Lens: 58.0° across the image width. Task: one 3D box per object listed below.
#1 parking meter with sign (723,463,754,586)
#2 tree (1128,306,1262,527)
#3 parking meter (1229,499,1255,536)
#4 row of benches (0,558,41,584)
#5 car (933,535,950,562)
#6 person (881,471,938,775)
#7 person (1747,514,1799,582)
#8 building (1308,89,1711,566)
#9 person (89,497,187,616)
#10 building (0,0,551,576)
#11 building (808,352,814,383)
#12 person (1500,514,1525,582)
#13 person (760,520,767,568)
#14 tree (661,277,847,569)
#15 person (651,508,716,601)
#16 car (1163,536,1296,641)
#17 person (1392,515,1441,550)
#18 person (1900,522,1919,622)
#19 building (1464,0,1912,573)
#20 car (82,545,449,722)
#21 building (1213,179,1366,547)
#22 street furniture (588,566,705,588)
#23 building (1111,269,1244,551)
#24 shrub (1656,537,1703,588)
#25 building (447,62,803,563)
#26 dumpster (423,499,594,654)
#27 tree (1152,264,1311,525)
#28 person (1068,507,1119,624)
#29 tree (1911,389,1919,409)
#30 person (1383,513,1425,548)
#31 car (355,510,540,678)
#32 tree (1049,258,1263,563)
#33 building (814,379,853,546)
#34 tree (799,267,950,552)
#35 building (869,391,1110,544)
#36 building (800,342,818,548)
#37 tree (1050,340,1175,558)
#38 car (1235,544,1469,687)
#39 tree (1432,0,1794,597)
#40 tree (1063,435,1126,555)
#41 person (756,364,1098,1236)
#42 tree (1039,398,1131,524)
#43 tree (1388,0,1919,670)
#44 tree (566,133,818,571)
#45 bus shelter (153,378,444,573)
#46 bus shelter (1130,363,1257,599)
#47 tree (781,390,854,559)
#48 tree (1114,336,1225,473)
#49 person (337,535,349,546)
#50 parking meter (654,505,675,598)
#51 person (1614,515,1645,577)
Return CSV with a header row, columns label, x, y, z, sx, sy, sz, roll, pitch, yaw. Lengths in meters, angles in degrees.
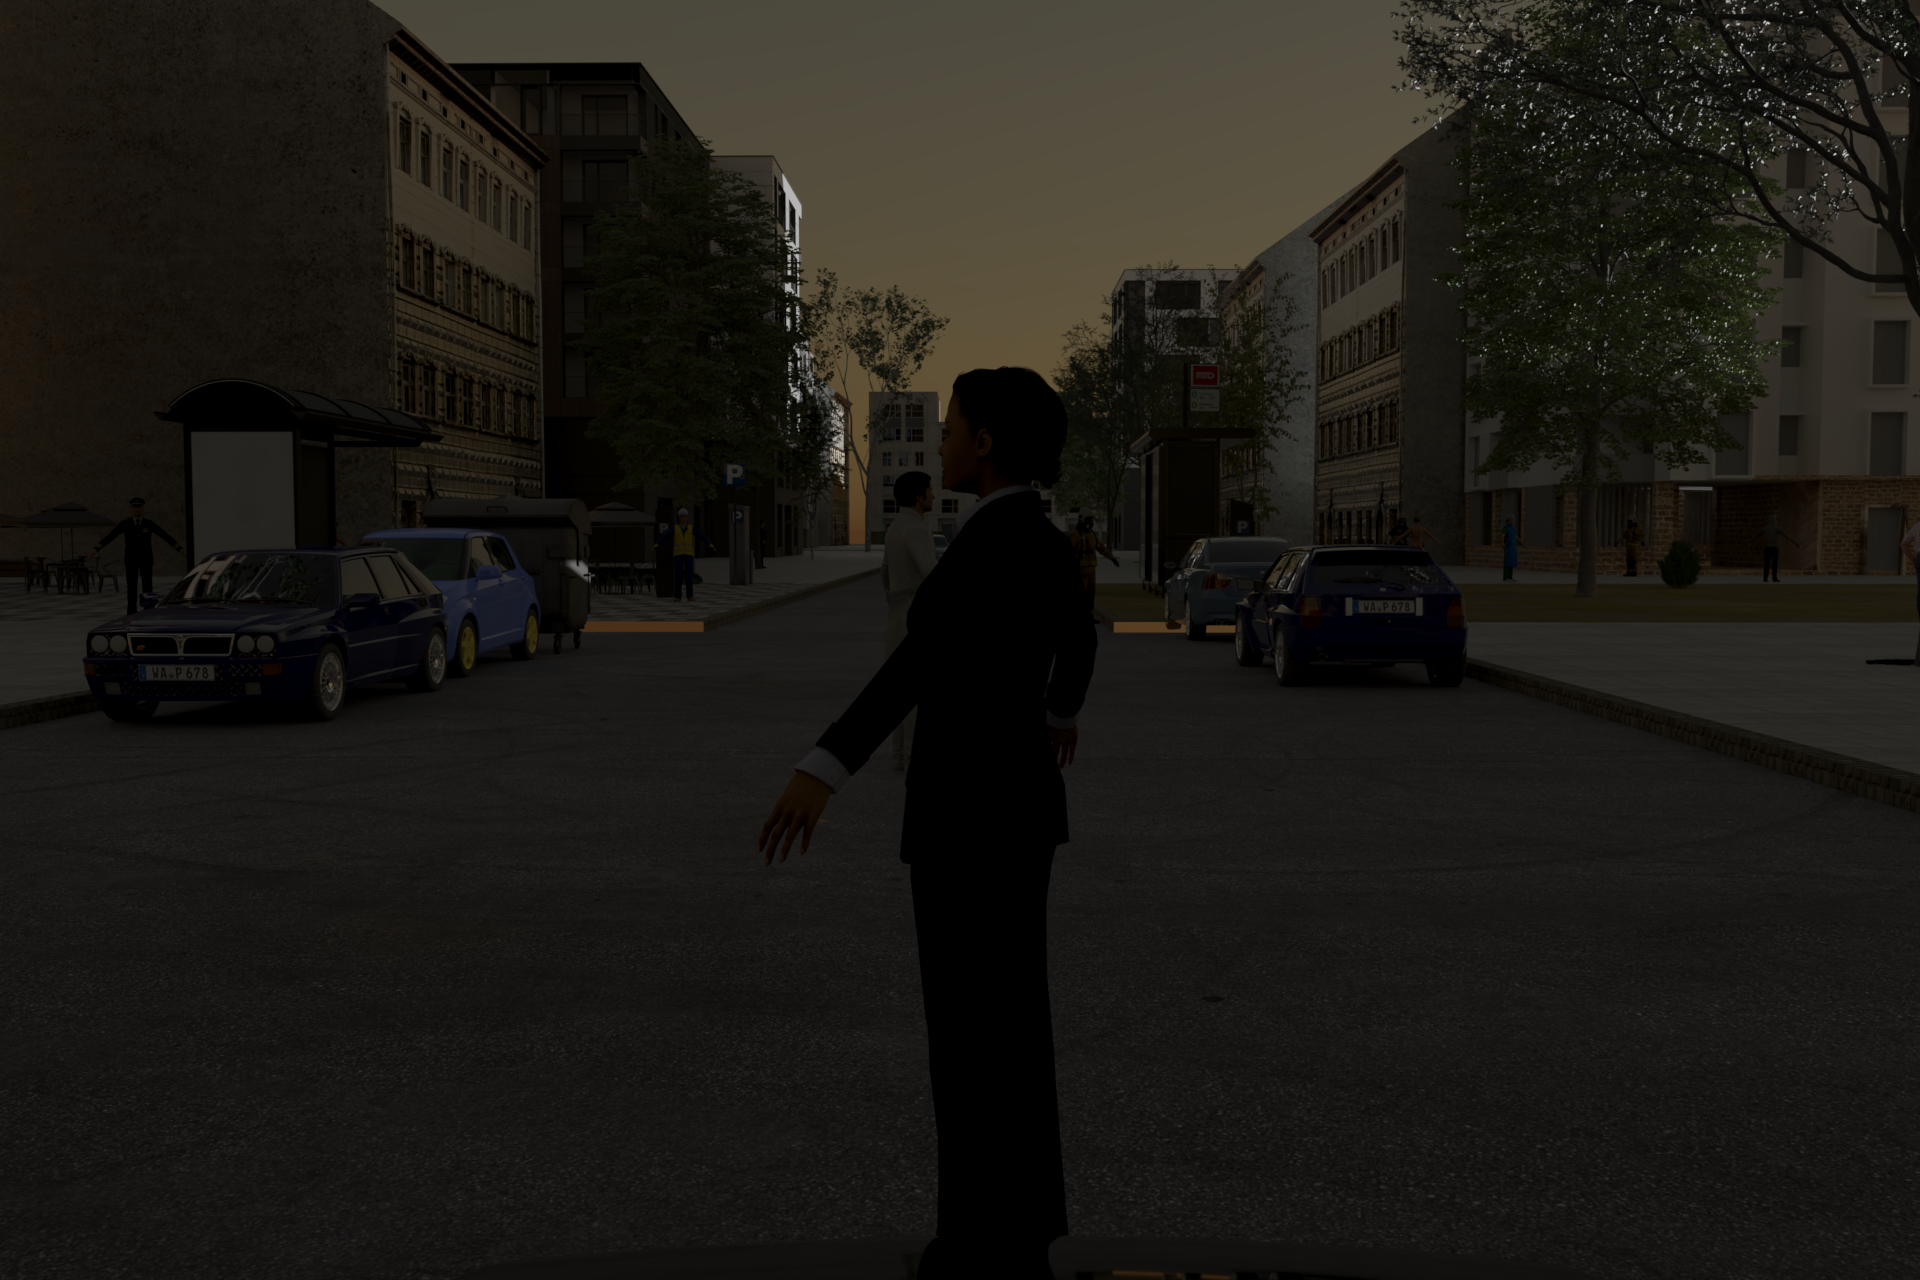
label,x,y,z,sx,sy,sz,roll,pitch,yaw
parking meter with sign,-5.522,-2.891,43.521,0.543,3.016,1.738,0,4,1
tree,7.146,-6.489,56.457,4.360,8.622,3.978,0,3,0
parking meter,4.652,-1.398,28.570,0.399,1.863,0.255,0,4,2
row of benches,-25.655,-1.763,44.284,4.104,0.672,1.422,-1,4,-11
car,-1.225,-3.520,69.554,2.014,1.417,4.499,0,4,1
person,-0.248,-0.107,10.399,0.705,1.806,1.347,-1,4,-20
person,21.774,-2.466,46.450,1.348,1.813,0.705,3,5,44
building,27.117,-15.121,78.160,19.493,23.208,18.063,0,4,1
person,-12.536,-1.254,26.441,1.347,1.837,0.705,-2,4,-25
building,-26.195,-14.053,60.690,19.493,23.208,18.063,0,4,0
building,-20.452,-19.131,169.205,16.016,20.090,11.380,0,4,1
person,14.751,-2.463,46.399,0.704,1.817,1.347,3,5,41
person,-7.376,-3.577,64.669,0.705,1.806,1.347,0,4,-6
tree,-7.668,-7.865,63.007,7.601,10.594,8.767,-3,5,-41
person,-5.256,-1.621,32.965,1.216,1.772,0.721,-1,4,-11
car,3.944,-0.769,24.580,2.014,1.417,4.499,0,4,1
person,10.953,-2.131,41.646,1.217,1.733,0.721,0,4,2
person,12.816,-0.968,22.807,0.436,1.711,0.756,-1,4,-16
building,24.932,-12.838,66.327,16.016,20.090,11.380,0,4,1
car,-5.633,-0.116,14.473,1.945,1.354,3.894,0,4,1
building,26.030,-16.679,103.635,19.493,23.208,18.063,0,4,1
street furniture,-11.027,-1.809,45.207,5.734,0.657,10.072,-2,4,-32
building,26.835,-18.711,149.903,27.936,21.610,32.646,0,4,1
shrub,17.048,-1.829,41.026,1.383,1.207,1.383,0,3,0
building,-24.035,-15.163,91.887,27.936,21.610,32.646,0,4,1
dumpster,-5.502,-0.790,21.125,1.865,1.857,1.264,0,4,2
tree,7.545,-5.877,46.456,4.737,8.622,4.395,0,3,0
person,2.008,-1.181,27.528,1.354,1.858,0.705,-3,5,-43
tree,28.288,-6.686,43.731,7.601,10.594,8.767,-1,4,-19
person,12.329,-2.599,48.279,1.354,1.856,0.705,-1,4,-21
car,-5.714,-0.540,18.419,1.945,1.707,3.694,0,4,1
tree,8.429,-10.205,77.217,12.009,13.543,11.850,0,3,0
building,-22.490,-22.104,192.329,19.493,23.208,18.063,0,4,2
tree,-7.384,-16.371,123.555,12.611,20.169,13.585,0,3,0
building,4.611,-21.558,221.388,31.486,18.905,16.747,0,4,0
building,-22.372,-17.314,149.546,16.747,18.905,31.486,0,4,1
tree,8.049,-10.122,91.257,9.928,11.665,9.643,0,3,0
car,3.868,-0.308,17.617,1.945,1.354,3.894,0,4,0
tree,13.143,-7.160,35.197,7.486,12.596,7.792,0,3,0
tree,8.694,-9.655,108.214,4.737,8.622,4.395,0,3,0
person,-0.012,0.362,3.254,0.721,1.740,1.216,2,4,25
tree,8.709,-12.862,128.423,7.486,12.596,7.792,0,3,0
tree,9.504,-6.494,16.541,12.009,13.543,11.850,0,3,0
tree,-7.689,-8.068,50.032,7.486,12.596,7.792,0,3,0
bus shelter,-9.391,-1.917,25.273,2.014,3.302,5.546,0,4,1
bus shelter,4.951,-3.713,38.339,2.179,5.291,8.768,0,4,2
tree,-7.567,-8.488,89.137,4.737,8.622,4.395,0,3,0
tree,7.434,-6.982,64.522,4.360,8.622,3.978,0,3,0
person,-10.628,-1.374,28.602,1.345,1.843,0.704,1,4,12
parking meter,-5.952,-1.784,34.885,0.399,1.863,0.255,0,4,1
person,20.169,-2.830,52.044,0.705,1.858,1.354,-1,4,-16
